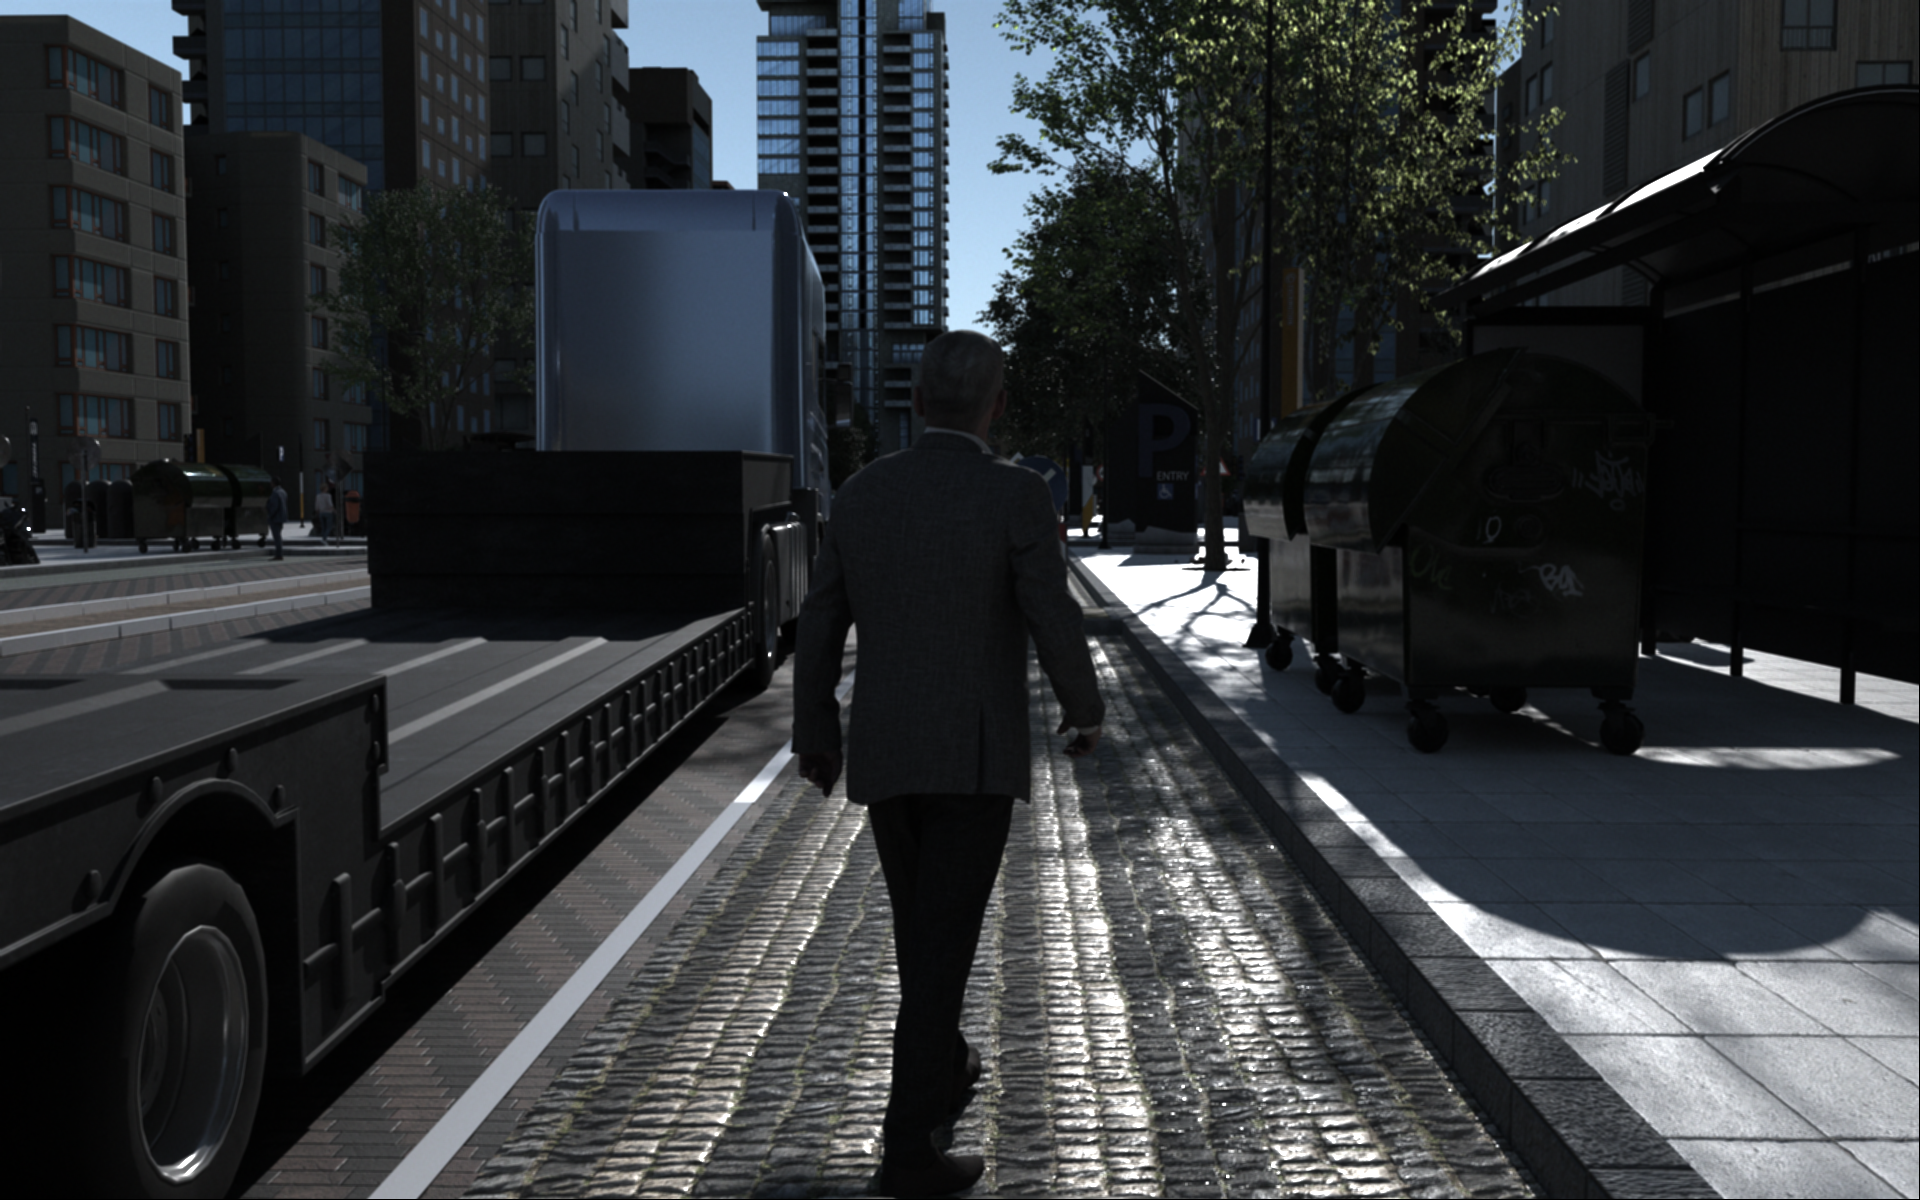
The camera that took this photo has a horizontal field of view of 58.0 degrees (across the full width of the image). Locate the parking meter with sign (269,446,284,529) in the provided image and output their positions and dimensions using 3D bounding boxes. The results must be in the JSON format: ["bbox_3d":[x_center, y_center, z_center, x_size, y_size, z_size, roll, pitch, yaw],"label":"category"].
[{"bbox_3d":[-25.598,-4.090,63.128,1.738,3.016,0.543,0,4,-5],"label":"parking meter with sign"}]

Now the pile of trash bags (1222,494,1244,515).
[{"bbox_3d":[16.318,-5.784,104.323,1.912,1.369,3.447,2,4,32],"label":"pile of trash bags"}]

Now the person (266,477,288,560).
[{"bbox_3d":[-14.676,-1.746,37.234,0.419,1.800,0.721,-1,4,-9],"label":"person"}]

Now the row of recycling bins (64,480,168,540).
[{"bbox_3d":[-24.182,-2.597,49.582,3.534,1.692,1.069,1,4,21],"label":"row of recycling bins"}]

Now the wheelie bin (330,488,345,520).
[{"bbox_3d":[-30.359,-4.690,84.593,0.693,1.594,0.980,3,4,38],"label":"wheelie bin"}]

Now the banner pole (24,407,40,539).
[{"bbox_3d":[-26.701,-3.660,49.859,0.401,3.779,0.863,0,4,-3],"label":"banner pole"}]

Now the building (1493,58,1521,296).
[{"bbox_3d":[66.700,-33.578,172.698,21.600,48.544,21.300,0,4,2],"label":"building"}]

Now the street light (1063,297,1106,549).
[{"bbox_3d":[2.833,-4.137,40.188,1.470,5.913,1.316,0,4,2],"label":"street light"}]

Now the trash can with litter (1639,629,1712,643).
[{"bbox_3d":[6.369,-0.231,15.162,1.055,1.170,0.624,0,4,-1],"label":"trash can with litter"}]

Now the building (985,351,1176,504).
[{"bbox_3d":[16.033,-23.836,234.751,28.899,21.520,27.650,0,4,2],"label":"building"}]

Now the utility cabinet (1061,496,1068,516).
[{"bbox_3d":[6.390,-5.616,102.991,1.020,1.237,0.306,1,4,16],"label":"utility cabinet"}]

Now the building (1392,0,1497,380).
[{"bbox_3d":[26.509,-28.456,115.368,14.600,45.320,14.200,0,4,2],"label":"building"}]

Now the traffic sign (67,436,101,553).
[{"bbox_3d":[-19.124,-2.306,37.817,0.768,2.556,0.104,0,4,3],"label":"traffic sign"}]

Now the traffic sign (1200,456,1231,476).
[{"bbox_3d":[7.346,-3.049,49.862,0.884,2.594,0.081,0,4,4],"label":"traffic sign"}]

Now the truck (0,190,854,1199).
[{"bbox_3d":[-2.604,-1.213,9.587,2.967,4.110,18.799,0,4,0],"label":"truck"}]

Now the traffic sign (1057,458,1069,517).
[{"bbox_3d":[6.086,-6.275,96.476,2.265,3.308,0.079,0,4,6],"label":"traffic sign"}]

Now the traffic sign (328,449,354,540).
[{"bbox_3d":[-17.387,-2.968,48.641,0.768,2.556,0.104,0,4,7],"label":"traffic sign"}]

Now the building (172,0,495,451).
[{"bbox_3d":[-37.757,-27.895,106.197,14.600,45.320,14.200,0,4,2],"label":"building"}]

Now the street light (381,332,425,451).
[{"bbox_3d":[-16.010,-4.722,49.753,1.470,5.913,1.316,0,4,2],"label":"street light"}]

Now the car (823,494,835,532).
[{"bbox_3d":[-4.270,-3.232,64.648,2.131,1.459,4.920,0,4,0],"label":"car"}]

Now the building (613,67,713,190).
[{"bbox_3d":[-33.835,-32.394,179.749,14.200,45.320,14.600,0,4,2],"label":"building"}]

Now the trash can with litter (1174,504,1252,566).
[{"bbox_3d":[4.835,-1.292,32.181,1.678,1.210,2.233,1,4,17],"label":"trash can with litter"}]

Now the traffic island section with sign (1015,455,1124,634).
[{"bbox_3d":[0.704,-0.607,18.555,1.989,1.847,2.006,0,4,2],"label":"traffic island section with sign"}]

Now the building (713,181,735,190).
[{"bbox_3d":[-44.580,-35.451,234.255,28.867,44.769,22.147,0,4,2],"label":"building"}]

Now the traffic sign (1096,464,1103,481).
[{"bbox_3d":[5.982,-4.356,71.330,0.768,2.556,0.104,0,4,5],"label":"traffic sign"}]

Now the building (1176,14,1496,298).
[{"bbox_3d":[35.960,-35.546,170.421,28.713,52.752,27.495,0,4,2],"label":"building"}]

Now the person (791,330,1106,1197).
[{"bbox_3d":[-0.004,0.313,3.775,0.661,1.777,0.834,1,4,20],"label":"person"}]

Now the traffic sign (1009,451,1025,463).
[{"bbox_3d":[1.368,-2.265,40.669,0.795,2.450,0.064,0,4,2],"label":"traffic sign"}]

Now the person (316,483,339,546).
[{"bbox_3d":[-17.159,-2.306,46.871,0.731,1.740,0.598,0,4,4],"label":"person"}]

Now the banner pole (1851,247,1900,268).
[{"bbox_3d":[7.044,-1.427,13.354,0.863,3.779,0.401,-2,4,-34],"label":"banner pole"}]

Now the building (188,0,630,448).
[{"bbox_3d":[-41.969,-33.570,138.107,28.713,52.752,27.495,0,4,2],"label":"building"}]

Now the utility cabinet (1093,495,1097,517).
[{"bbox_3d":[7.328,-5.310,97.983,0.306,1.237,1.020,3,5,41],"label":"utility cabinet"}]

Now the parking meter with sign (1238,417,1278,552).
[{"bbox_3d":[6.639,-2.599,38.761,0.543,3.016,1.738,1,4,23],"label":"parking meter with sign"}]

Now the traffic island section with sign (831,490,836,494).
[{"bbox_3d":[-11.064,-8.704,150.939,1.989,1.847,2.006,0,4,2],"label":"traffic island section with sign"}]

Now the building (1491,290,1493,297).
[{"bbox_3d":[65.015,-27.822,226.585,14.107,30.474,14.160,0,4,2],"label":"building"}]

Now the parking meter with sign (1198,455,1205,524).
[{"bbox_3d":[10.437,-4.842,75.424,0.543,3.016,1.738,1,4,14],"label":"parking meter with sign"}]

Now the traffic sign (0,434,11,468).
[{"bbox_3d":[-19.965,-2.182,35.785,0.768,2.556,0.104,0,4,5],"label":"traffic sign"}]

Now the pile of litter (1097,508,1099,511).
[{"bbox_3d":[9.966,-6.599,121.861,1.719,0.858,1.176,-1,4,-11],"label":"pile of litter"}]

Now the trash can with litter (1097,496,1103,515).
[{"bbox_3d":[8.591,-5.767,105.671,0.624,1.170,1.055,-1,4,-16],"label":"trash can with litter"}]

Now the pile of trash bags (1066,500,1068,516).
[{"bbox_3d":[6.415,-5.608,101.450,3.447,1.369,1.912,1,4,17],"label":"pile of trash bags"}]

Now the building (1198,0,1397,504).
[{"bbox_3d":[28.349,-30.563,149.819,14.600,45.320,14.200,0,4,2],"label":"building"}]

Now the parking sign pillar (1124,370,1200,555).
[{"bbox_3d":[4.459,-2.987,37.311,1.447,3.967,1.447,1,4,17],"label":"parking sign pillar"}]

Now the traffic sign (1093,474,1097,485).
[{"bbox_3d":[8.096,-6.543,107.084,0.768,2.556,0.104,0,4,4],"label":"traffic sign"}]

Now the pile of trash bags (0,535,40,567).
[{"bbox_3d":[-18.484,-1.320,31.327,3.447,1.369,1.912,1,4,15],"label":"pile of trash bags"}]

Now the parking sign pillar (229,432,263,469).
[{"bbox_3d":[-30.739,-5.268,74.597,1.447,3.967,1.447,-1,4,-19],"label":"parking sign pillar"}]

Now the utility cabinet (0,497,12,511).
[{"bbox_3d":[-19.255,-1.430,34.541,1.020,1.237,0.306,3,5,40],"label":"utility cabinet"}]

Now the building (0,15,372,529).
[{"bbox_3d":[-45.501,-14.227,77.657,27.650,21.520,28.899,0,4,2],"label":"building"}]

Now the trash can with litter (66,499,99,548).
[{"bbox_3d":[-20.868,-1.824,41.210,0.624,1.170,1.055,-1,4,-21],"label":"trash can with litter"}]

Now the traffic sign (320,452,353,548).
[{"bbox_3d":[-14.818,-2.297,41.197,0.795,2.450,0.064,0,4,2],"label":"traffic sign"}]

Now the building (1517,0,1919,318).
[{"bbox_3d":[40.894,-29.626,73.623,27.495,52.752,28.713,0,4,2],"label":"building"}]

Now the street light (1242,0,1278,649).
[{"bbox_3d":[2.006,-2.559,14.386,1.470,5.913,1.316,0,4,2],"label":"street light"}]

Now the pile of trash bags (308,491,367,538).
[{"bbox_3d":[-18.475,-2.595,52.179,1.912,1.369,3.447,-2,4,-27],"label":"pile of trash bags"}]

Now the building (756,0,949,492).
[{"bbox_3d":[-14.538,-56.176,231.142,31.000,86.520,22.319,0,4,2],"label":"building"}]
